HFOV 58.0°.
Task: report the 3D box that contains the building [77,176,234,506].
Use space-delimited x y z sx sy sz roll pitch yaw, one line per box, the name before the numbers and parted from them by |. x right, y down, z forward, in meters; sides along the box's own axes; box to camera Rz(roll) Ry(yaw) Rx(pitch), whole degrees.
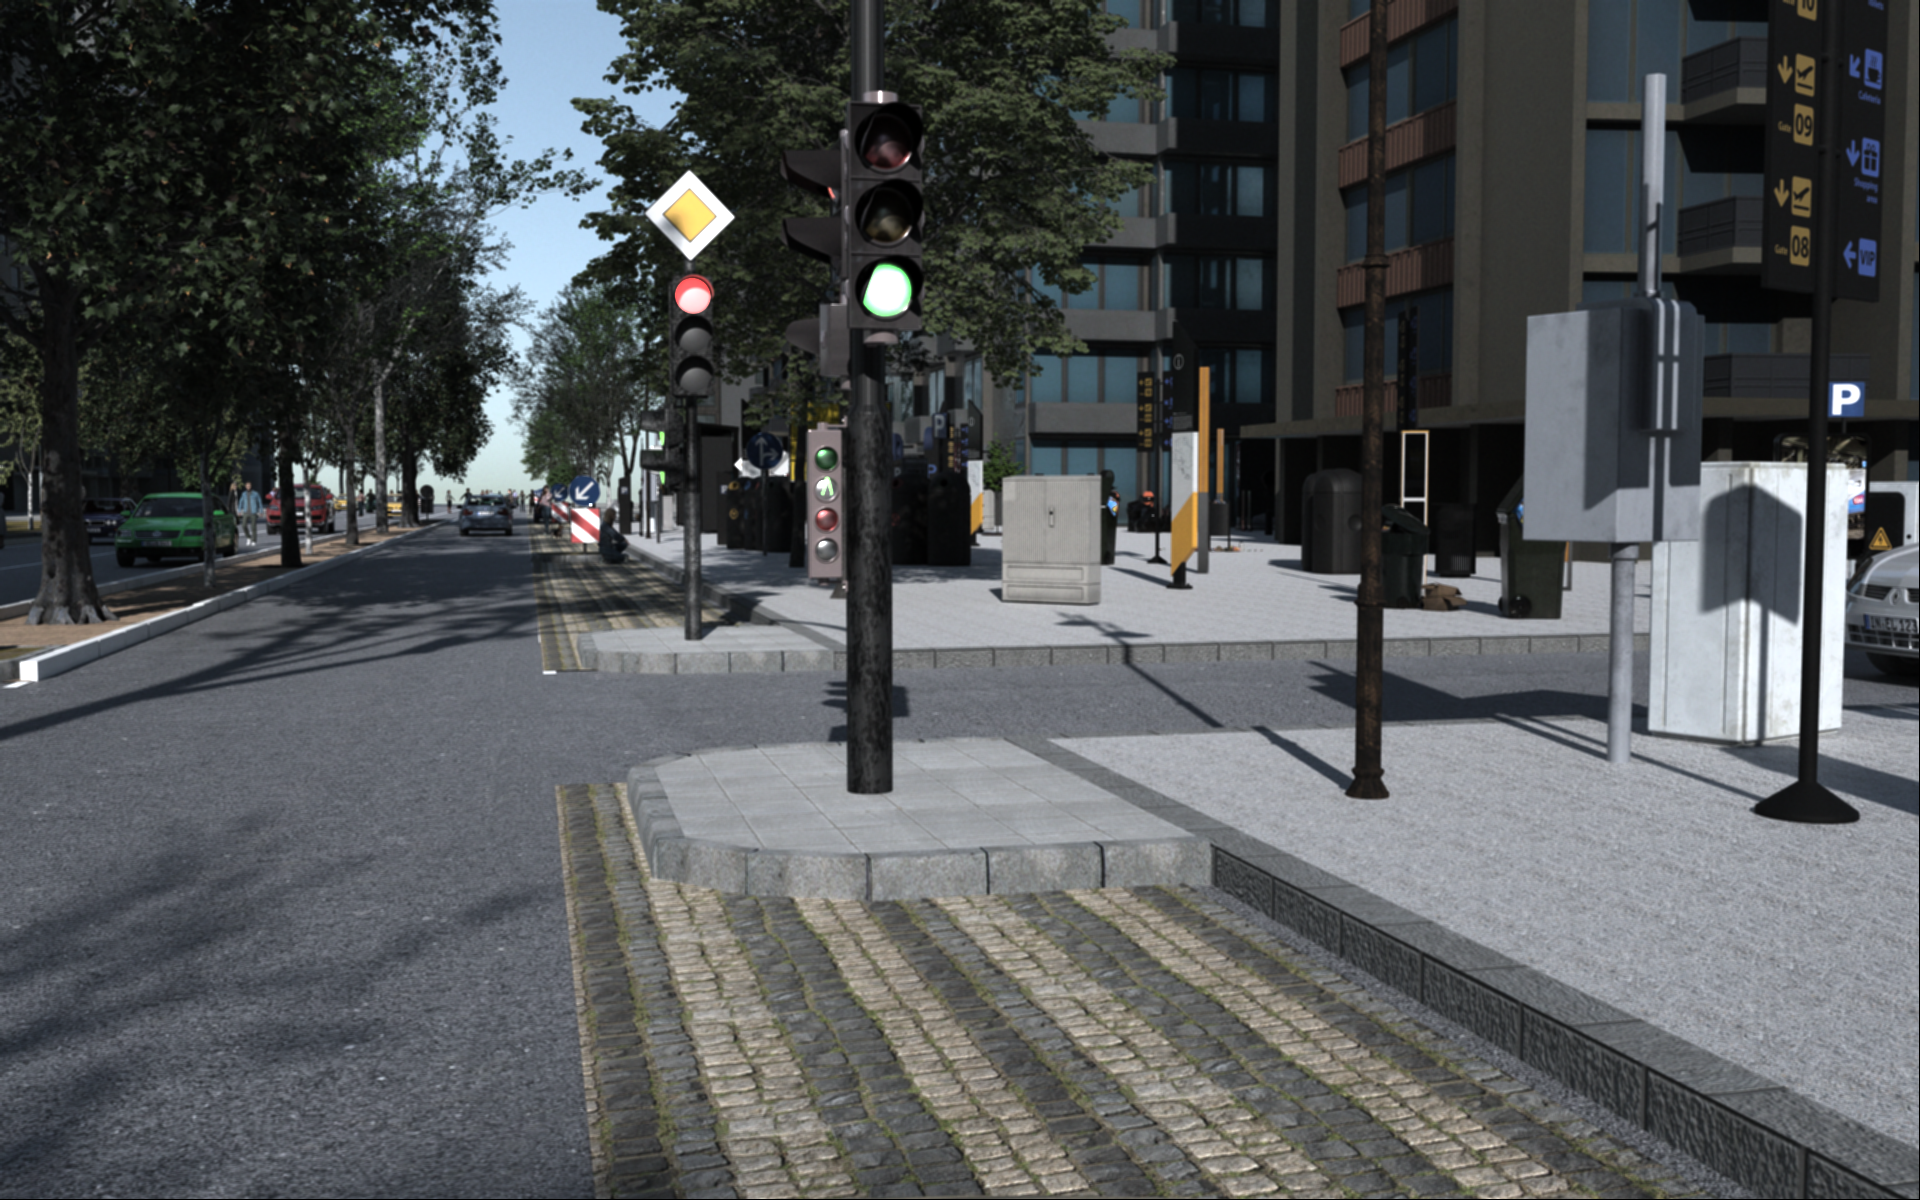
building | -95.003 -29.989 182.209 32.217 40.220 23.993 -1 4 -14

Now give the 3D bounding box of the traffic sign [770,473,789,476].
traffic sign | -6.029 -3.482 56.936 0.884 2.594 0.081 -1 4 -11

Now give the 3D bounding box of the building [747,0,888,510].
building | -5.487 -29.673 139.784 22.147 44.769 28.867 -1 4 -14

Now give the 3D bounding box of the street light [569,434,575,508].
street light | -27.859 -9.286 124.614 0.468 5.910 1.993 -1 4 -14

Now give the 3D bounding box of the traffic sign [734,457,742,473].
traffic sign | -5.445 -2.668 44.807 0.795 2.450 0.064 -1 4 -9

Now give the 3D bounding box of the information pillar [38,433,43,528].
information pillar | -34.996 -4.567 66.029 0.183 3.616 0.504 -3 5 -39

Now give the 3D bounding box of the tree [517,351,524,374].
tree | -23.241 -9.359 72.486 9.611 12.733 9.660 0 3 0

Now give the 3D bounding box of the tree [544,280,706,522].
tree | -15.236 -9.410 79.612 9.928 11.665 9.643 0 3 0

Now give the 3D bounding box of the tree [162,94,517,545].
tree | -17.139 -8.291 48.380 12.009 13.543 11.850 0 3 0

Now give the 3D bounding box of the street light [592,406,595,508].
street light | -18.565 -7.035 87.807 0.468 5.910 1.993 -1 4 -14

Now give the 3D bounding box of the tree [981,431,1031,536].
tree | 1.075 -3.614 53.695 1.663 3.219 1.824 0 3 0

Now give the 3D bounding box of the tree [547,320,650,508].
tree | -14.983 -7.472 72.522 4.360 8.622 3.978 0 3 0

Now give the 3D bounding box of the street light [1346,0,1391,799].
street light | 1.733 -2.104 7.182 0.468 5.910 1.993 -1 4 -14

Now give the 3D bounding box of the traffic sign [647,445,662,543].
traffic sign | -7.889 -2.761 45.246 0.768 2.556 0.104 -1 4 -13

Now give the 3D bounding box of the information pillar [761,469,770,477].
information pillar | -5.457 -2.663 48.037 0.304 2.012 0.304 -2 4 -28

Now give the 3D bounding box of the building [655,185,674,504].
building | -29.844 -35.498 235.013 22.147 44.769 28.867 -1 4 -14

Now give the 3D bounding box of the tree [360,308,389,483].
tree | -15.315 -5.360 40.461 4.360 8.622 3.978 0 3 0

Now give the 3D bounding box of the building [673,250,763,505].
building | -28.378 -26.981 212.834 14.160 30.474 14.107 -1 4 -14

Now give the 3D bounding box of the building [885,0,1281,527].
building | 8.599 -28.100 79.041 23.786 49.044 30.456 -1 4 -14

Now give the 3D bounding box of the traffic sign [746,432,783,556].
traffic sign | -4.051 -2.191 35.936 0.768 2.556 0.104 0 4 -8

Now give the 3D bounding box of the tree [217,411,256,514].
tree | -47.148 -9.890 112.066 4.737 8.622 4.395 0 3 0

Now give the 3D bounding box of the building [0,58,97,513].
building | -78.183 -32.448 119.760 28.713 52.752 27.495 -1 4 -14

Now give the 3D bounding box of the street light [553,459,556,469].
street light | -47.967 -14.196 204.894 0.468 5.910 1.993 -1 4 -14

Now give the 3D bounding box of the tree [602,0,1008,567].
tree | -2.546 -5.861 30.248 7.601 10.594 8.767 -2 4 -25

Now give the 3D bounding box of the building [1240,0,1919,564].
building | 21.985 -23.738 42.736 28.867 44.769 22.147 -1 4 -14

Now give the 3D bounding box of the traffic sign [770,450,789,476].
traffic sign | -5.187 -3.044 49.868 0.768 2.556 0.104 -1 4 -10

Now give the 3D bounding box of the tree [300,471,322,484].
tree | -53.719 -9.121 143.723 1.663 3.219 1.824 0 3 0

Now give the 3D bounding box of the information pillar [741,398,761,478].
information pillar | -5.140 -3.132 42.560 0.504 3.616 0.183 -2 4 -27

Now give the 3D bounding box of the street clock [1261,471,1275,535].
street clock | 9.665 -3.033 54.162 0.471 2.002 0.358 -1 4 -12

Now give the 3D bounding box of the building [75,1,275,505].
building | -96.125 -40.748 208.231 21.231 58.520 28.212 -1 4 -14

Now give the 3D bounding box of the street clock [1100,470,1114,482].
street clock | 4.408 -2.902 52.019 0.358 2.002 0.471 3 5 40

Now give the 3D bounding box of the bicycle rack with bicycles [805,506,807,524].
bicycle rack with bicycles | -6.080 -3.696 73.809 2.852 0.926 2.925 -3 4 -39

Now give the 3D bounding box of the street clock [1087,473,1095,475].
street clock | 4.596 -3.445 60.902 0.358 2.002 0.471 1 4 16

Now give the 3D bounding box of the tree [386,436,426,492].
tree | -76.927 -18.539 237.524 7.601 10.594 8.767 -2 4 -32

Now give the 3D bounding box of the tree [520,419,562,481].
tree | -55.429 -19.298 233.652 7.486 12.596 7.792 0 3 0

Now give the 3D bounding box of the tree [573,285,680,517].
tree | -21.251 -11.518 98.683 12.009 13.543 11.850 0 3 0

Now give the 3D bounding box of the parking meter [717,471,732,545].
parking meter | -5.920 -2.321 43.661 0.399 1.863 0.255 -1 4 -11

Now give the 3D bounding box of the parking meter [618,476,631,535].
parking meter | -10.601 -2.997 54.713 0.399 1.863 0.255 0 4 -6

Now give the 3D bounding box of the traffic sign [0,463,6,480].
traffic sign | -37.403 -4.102 67.174 0.768 2.556 0.104 -1 4 -12

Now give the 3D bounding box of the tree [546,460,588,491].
tree | -42.176 -12.224 183.581 4.285 4.588 4.351 0 3 0

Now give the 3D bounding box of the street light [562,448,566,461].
street light | -37.171 -11.601 162.470 0.468 5.910 1.993 -1 4 -14

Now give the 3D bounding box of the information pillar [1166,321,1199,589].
information pillar | 3.016 -1.954 23.302 0.183 3.616 0.504 -2 4 -30

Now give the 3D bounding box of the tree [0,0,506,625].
tree | -9.911 -6.076 18.801 9.611 12.733 9.660 0 3 0

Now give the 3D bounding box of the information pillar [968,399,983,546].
information pillar | 0.366 -3.135 42.610 0.183 3.616 0.504 -3 5 -41

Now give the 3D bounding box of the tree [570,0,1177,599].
tree | -0.971 -6.303 21.183 7.486 12.596 7.792 0 3 0

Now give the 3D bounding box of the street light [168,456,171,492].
street light | -38.902 -6.873 85.158 0.468 5.910 1.993 -1 4 -14

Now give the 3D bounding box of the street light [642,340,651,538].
street light | -9.030 -4.723 50.006 0.468 5.910 1.993 -1 4 -14

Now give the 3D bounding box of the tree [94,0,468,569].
tree | -13.147 -6.436 33.434 9.928 11.665 9.643 0 3 0

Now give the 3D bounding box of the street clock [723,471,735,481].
street clock | -7.248 -3.037 54.221 0.358 2.002 0.471 1 4 17

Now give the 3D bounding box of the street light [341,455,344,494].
street light | -59.115 -11.806 165.817 0.468 5.910 1.993 -1 4 -14

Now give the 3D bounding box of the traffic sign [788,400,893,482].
traffic sign | -2.596 -2.682 37.717 2.265 3.308 0.079 -1 4 -11

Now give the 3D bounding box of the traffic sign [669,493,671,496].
traffic sign | -15.080 -5.501 90.040 0.768 2.556 0.104 -1 4 -9

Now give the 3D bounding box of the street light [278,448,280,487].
street light | -48.343 -9.186 122.981 0.468 5.910 1.993 -1 4 -14

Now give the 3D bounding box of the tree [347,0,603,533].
tree | -19.527 -12.429 61.566 12.611 20.169 13.585 0 3 0

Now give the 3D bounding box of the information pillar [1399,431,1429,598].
information pillar | 5.285 -0.961 20.200 0.304 2.012 0.304 1 4 11

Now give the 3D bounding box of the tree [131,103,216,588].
tree | -11.334 -4.467 25.861 4.360 8.622 3.978 0 3 0

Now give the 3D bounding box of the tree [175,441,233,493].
tree | -41.876 -6.872 96.070 4.285 4.588 4.351 0 3 0

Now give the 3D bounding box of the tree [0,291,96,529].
tree | -33.814 -6.888 62.979 4.737 8.622 4.395 0 3 0
